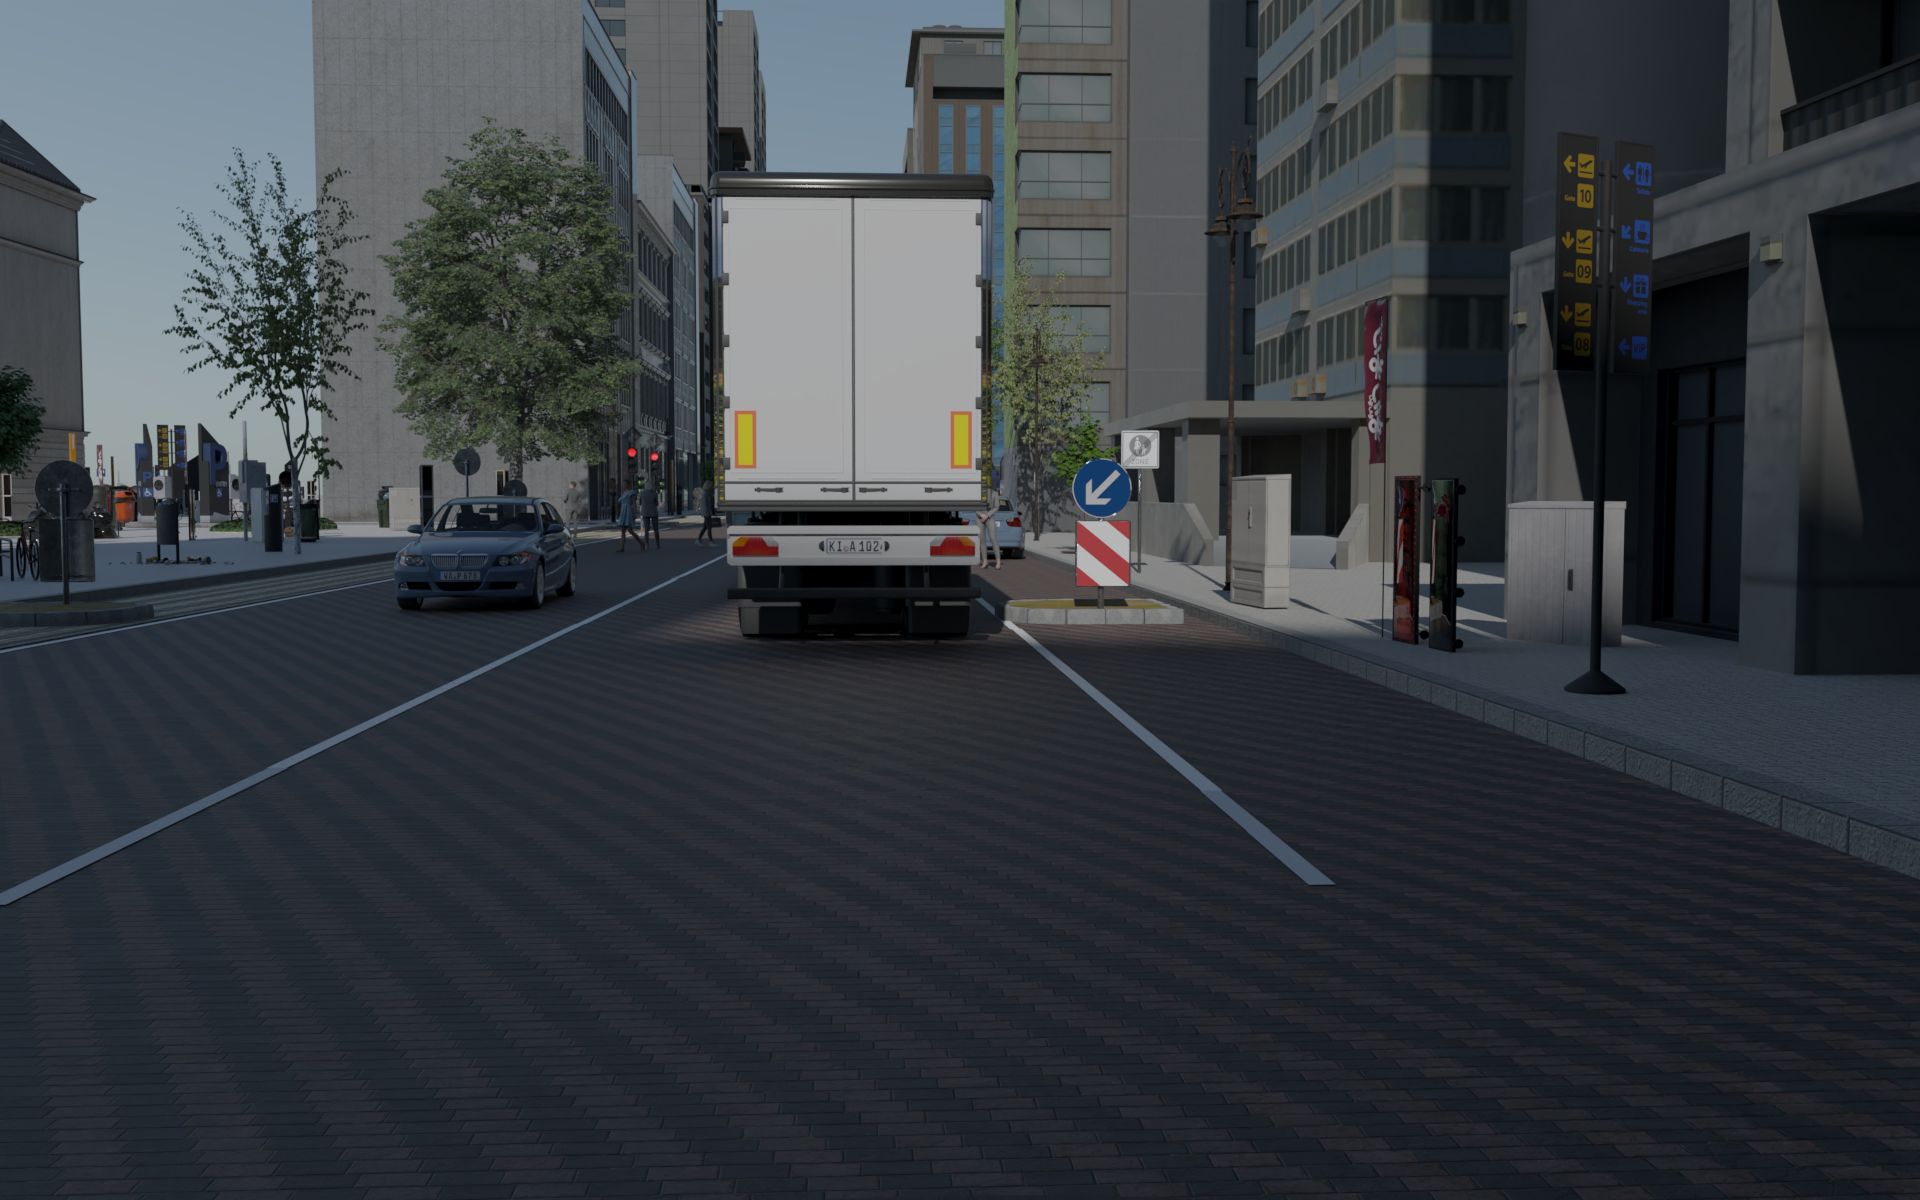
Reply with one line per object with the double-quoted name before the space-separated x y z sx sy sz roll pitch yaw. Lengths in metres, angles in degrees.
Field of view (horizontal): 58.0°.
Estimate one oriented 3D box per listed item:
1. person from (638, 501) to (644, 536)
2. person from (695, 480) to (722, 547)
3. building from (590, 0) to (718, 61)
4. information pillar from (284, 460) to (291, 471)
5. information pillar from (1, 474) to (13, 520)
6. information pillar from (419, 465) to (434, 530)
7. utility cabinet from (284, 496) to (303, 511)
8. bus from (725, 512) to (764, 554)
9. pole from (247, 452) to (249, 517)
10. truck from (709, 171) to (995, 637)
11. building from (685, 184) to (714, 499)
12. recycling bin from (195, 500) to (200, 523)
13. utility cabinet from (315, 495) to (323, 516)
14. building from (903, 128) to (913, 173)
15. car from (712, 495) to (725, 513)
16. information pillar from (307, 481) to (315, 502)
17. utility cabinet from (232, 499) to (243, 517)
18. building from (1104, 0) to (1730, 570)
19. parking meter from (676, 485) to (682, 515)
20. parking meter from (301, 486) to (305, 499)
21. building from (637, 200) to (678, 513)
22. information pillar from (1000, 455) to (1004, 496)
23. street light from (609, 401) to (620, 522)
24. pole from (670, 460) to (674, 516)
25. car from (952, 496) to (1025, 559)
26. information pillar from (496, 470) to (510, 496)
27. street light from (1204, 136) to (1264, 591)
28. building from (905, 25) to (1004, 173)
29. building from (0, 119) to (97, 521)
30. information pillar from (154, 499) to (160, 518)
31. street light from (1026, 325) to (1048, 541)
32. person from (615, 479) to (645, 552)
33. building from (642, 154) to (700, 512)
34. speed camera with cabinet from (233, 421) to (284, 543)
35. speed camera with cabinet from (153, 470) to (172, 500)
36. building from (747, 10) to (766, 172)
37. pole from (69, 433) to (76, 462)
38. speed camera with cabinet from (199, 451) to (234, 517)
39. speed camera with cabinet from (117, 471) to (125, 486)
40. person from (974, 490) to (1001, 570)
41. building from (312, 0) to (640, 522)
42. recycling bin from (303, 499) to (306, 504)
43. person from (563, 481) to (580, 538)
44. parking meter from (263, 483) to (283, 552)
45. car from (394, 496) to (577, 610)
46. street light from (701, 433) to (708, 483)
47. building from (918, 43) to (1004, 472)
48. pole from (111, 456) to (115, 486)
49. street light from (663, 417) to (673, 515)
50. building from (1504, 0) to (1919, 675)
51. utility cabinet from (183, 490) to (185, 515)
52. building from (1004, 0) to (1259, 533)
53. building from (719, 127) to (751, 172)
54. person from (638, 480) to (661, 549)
"person" -10.849 -2.813 59.175 0.352 1.250 0.332 1 4 22
"person" -6.887 -2.365 47.350 0.728 1.800 0.709 1 4 14
"building" -32.961 -45.148 176.421 20.563 71.187 20.611 0 4 -3
"information pillar" -44.435 -7.541 114.651 0.504 3.616 0.183 -3 4 -36
"information pillar" -34.635 -3.576 62.954 0.304 2.012 0.304 -2 4 -35
"information pillar" -13.360 -2.380 43.402 0.304 2.012 0.304 -2 4 -25
"utility cabinet" -34.917 -4.870 90.784 1.020 1.237 0.306 1 4 21
"bus" -2.647 -2.343 33.166 2.948 3.499 13.247 0 4 -3
"pole" -34.624 -5.514 84.002 0.158 3.312 0.155 0 3 0
"truck" -1.251 -1.946 20.731 2.839 4.237 11.283 0 4 -3
"building" -29.655 -23.780 160.507 14.160 30.474 14.107 0 4 -3
"recycling bin" -30.418 -3.517 70.058 0.722 1.027 0.722 1 4 9
"utility cabinet" -38.220 -5.624 103.106 1.020 1.237 0.306 -2 4 -24
"building" 3.705 -36.435 219.414 21.300 48.544 21.600 0 4 -3
"car" -15.951 -6.333 115.548 2.014 1.417 4.499 0 4 -5
"information pillar" -35.279 -5.484 94.154 0.304 2.012 0.304 1 4 19
"utility cabinet" -40.638 -5.279 97.467 1.020 1.237 0.306 -1 4 -13
"building" 19.977 -21.131 37.380 32.217 40.220 23.993 0 4 -3
"parking meter" -17.211 -6.140 106.097 0.255 1.863 0.399 -2 4 -26
"parking meter" -50.115 -7.712 131.796 0.399 1.863 0.255 1 4 10
"building" -24.677 -16.734 109.757 11.583 22.565 21.152 0 4 -3
"information pillar" 2.529 -6.825 102.938 0.183 3.616 0.504 2 4 26
"street light" -15.927 -6.538 79.686 0.468 5.910 1.993 0 4 -3
"pole" -17.137 -6.676 103.004 0.158 3.312 0.155 0 3 0
"car" 0.469 -1.673 39.349 2.014 1.417 4.499 0 4 -3
"information pillar" -13.926 -2.954 52.783 0.304 2.012 0.304 1 4 16
"street light" 3.586 -3.063 22.869 0.468 5.910 1.993 0 4 -3
"building" 8.591 -37.052 195.037 28.713 52.752 27.495 0 4 -3
"building" -53.142 -13.330 82.577 19.286 19.102 10.561 0 4 -3
"information pillar" -41.821 -5.232 90.032 0.304 2.012 0.304 0 3 0
"street light" 2.098 -4.565 47.420 0.468 5.910 1.993 0 4 -3
"person" -8.198 -2.092 42.797 0.778 1.811 0.616 -3 4 -38
"building" -26.581 -19.109 130.456 12.078 24.808 19.932 0 4 -3
"speed camera with cabinet" -18.777 -3.191 46.504 0.660 3.252 2.038 -3 4 -38
"speed camera with cabinet" -40.855 -5.690 87.374 2.038 3.252 0.660 1 4 12
"building" -38.445 -50.361 261.648 20.563 71.187 20.611 0 4 -3
"pole" -29.838 -3.942 58.289 0.158 3.312 0.155 0 3 0
"speed camera with cabinet" -34.047 -5.221 79.705 0.660 3.252 2.038 1 4 22
"speed camera with cabinet" -70.444 -9.256 145.671 0.660 3.252 2.038 -2 4 -33
"person" 0.511 -1.479 32.963 0.520 1.790 0.573 0 4 -1
"building" -23.776 -16.563 88.830 12.078 24.808 19.932 0 4 -3
"recycling bin" -37.332 -5.260 98.551 0.722 1.027 0.722 0 4 3
"person" -12.630 -2.920 56.044 0.447 1.846 0.655 3 5 43
"parking meter" -15.294 -1.844 38.554 0.372 1.533 0.369 0 3 0
"car" -6.207 -0.676 23.063 2.014 1.417 4.499 0 4 -4
"street light" -18.988 -9.526 128.535 0.468 5.910 1.993 0 4 -3
"building" 2.956 -32.047 174.072 14.600 45.320 14.200 0 4 -3
"pole" -45.607 -6.080 93.257 0.158 3.312 0.155 0 3 0
"street light" -17.563 -8.039 104.223 0.468 5.910 1.993 0 4 -3
"building" 16.377 -34.719 5.913 20.563 71.187 20.611 0 4 -3
"utility cabinet" -46.983 -5.937 105.748 0.318 1.500 1.173 0 4 5
"building" 8.487 -23.247 63.686 14.154 41.232 14.086 0 4 -3
"building" -35.659 -33.481 202.034 22.147 44.769 28.867 0 4 -3
"person" -8.145 -2.246 45.408 0.537 1.800 0.526 0 4 7
